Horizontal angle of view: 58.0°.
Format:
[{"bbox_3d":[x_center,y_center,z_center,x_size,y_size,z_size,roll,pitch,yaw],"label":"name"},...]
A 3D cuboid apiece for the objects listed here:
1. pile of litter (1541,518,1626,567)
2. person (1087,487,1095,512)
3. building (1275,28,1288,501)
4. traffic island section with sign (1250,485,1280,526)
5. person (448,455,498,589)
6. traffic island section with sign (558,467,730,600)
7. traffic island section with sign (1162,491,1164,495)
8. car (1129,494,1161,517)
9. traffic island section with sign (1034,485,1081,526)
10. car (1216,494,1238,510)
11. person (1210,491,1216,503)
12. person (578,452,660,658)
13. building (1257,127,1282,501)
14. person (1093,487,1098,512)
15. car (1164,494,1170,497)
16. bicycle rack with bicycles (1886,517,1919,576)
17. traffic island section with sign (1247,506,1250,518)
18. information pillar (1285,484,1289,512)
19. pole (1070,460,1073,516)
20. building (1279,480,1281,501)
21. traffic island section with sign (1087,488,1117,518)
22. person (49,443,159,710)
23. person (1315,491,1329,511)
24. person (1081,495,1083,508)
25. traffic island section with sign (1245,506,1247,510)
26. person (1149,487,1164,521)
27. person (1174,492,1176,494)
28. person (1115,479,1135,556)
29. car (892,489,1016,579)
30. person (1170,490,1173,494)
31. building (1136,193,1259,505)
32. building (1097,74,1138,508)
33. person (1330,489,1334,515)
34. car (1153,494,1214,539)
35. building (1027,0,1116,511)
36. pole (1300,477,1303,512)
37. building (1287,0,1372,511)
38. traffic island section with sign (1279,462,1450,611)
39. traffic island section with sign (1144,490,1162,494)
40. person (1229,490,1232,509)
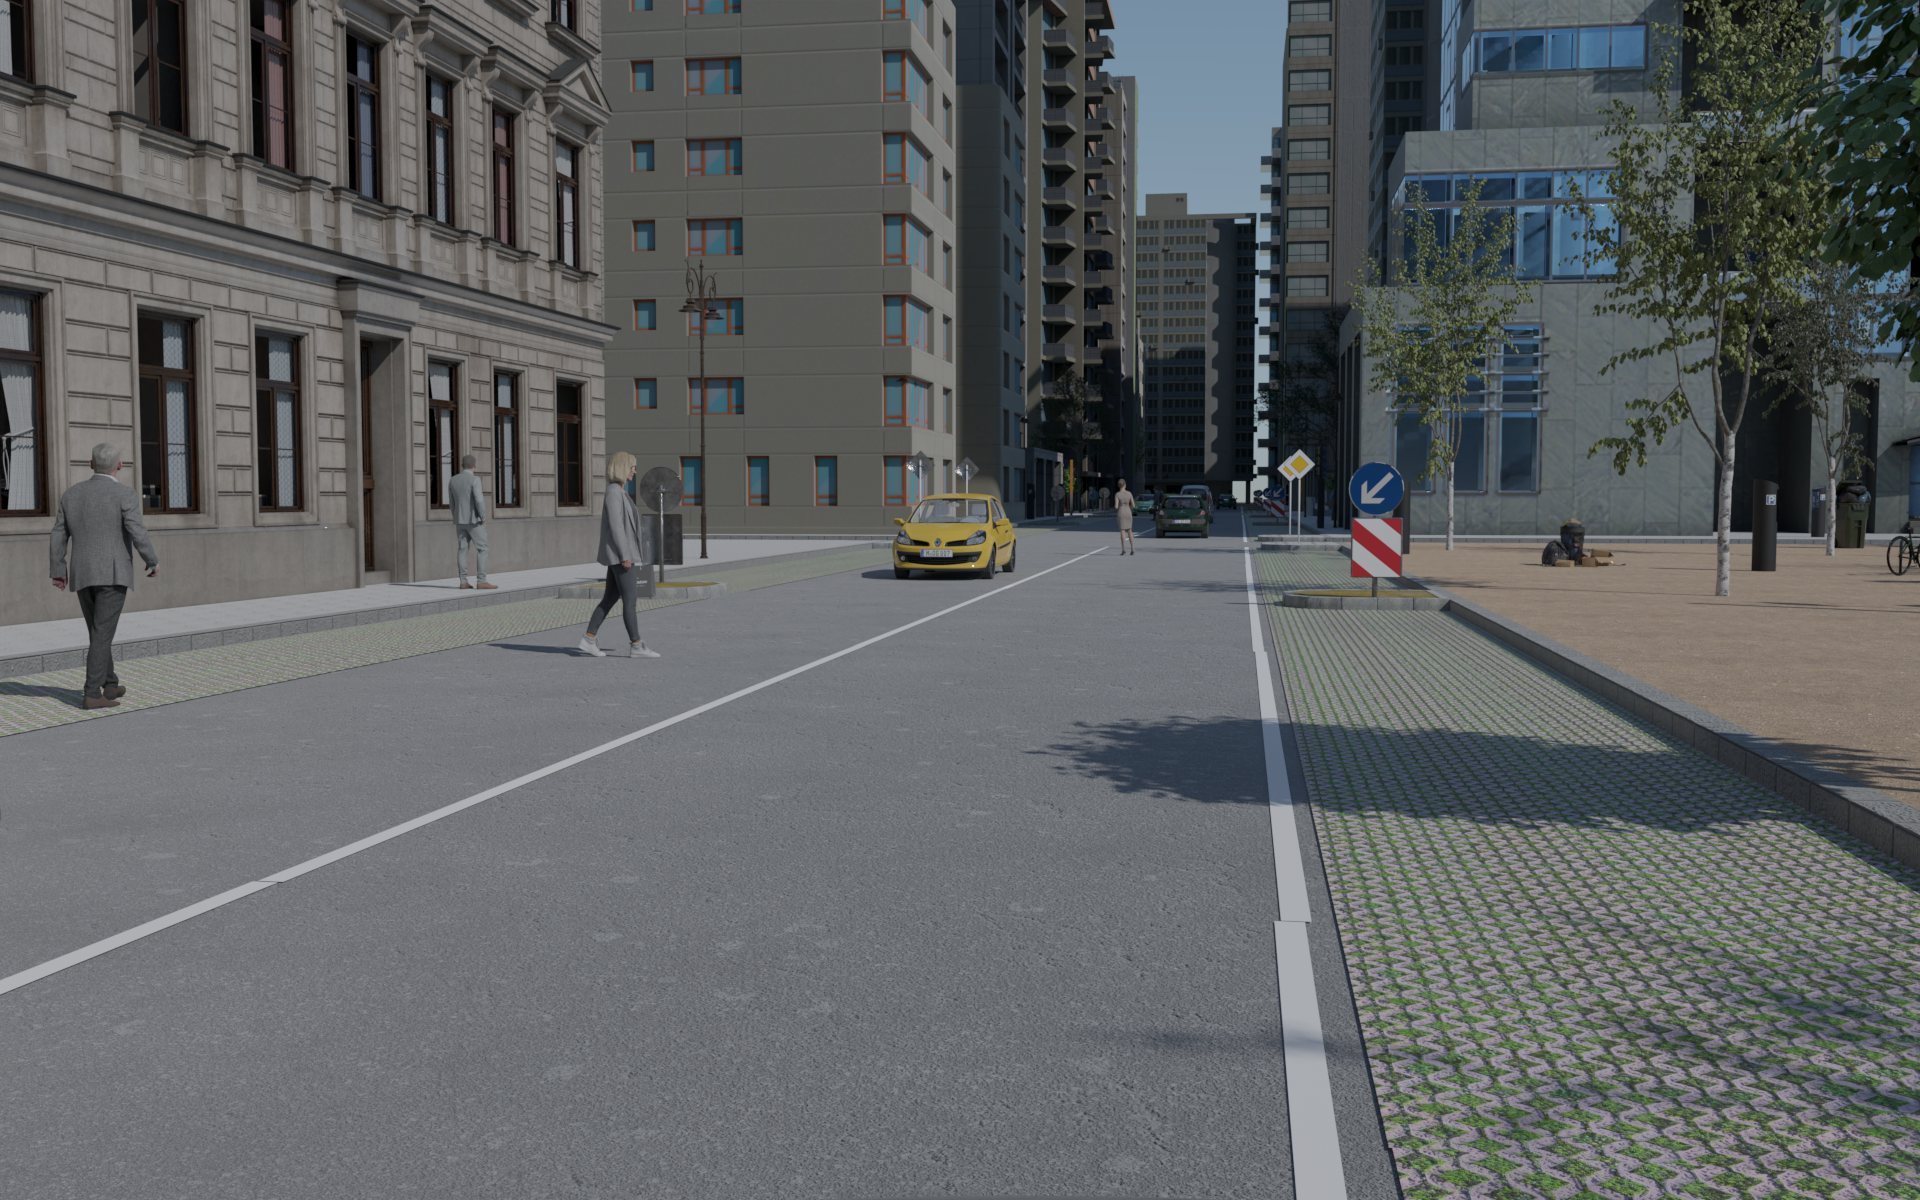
[{"bbox_3d":[11.128,-1.035,30.888,1.719,0.858,1.176,-1,4,-8],"label":"pile of litter"},{"bbox_3d":[9.214,-7.058,121.625,0.537,1.800,0.526,3,5,42],"label":"person"},{"bbox_3d":[37.430,-31.407,163.608,14.600,45.320,14.200,1,4,9],"label":"building"},{"bbox_3d":[14.271,-4.273,78.489,1.989,1.847,2.006,1,4,9],"label":"traffic island section with sign"},{"bbox_3d":[-6.607,-1.052,23.346,0.635,1.810,0.391,1,4,20],"label":"person"},{"bbox_3d":[-4.337,-0.961,24.335,1.989,1.847,2.006,1,4,9],"label":"traffic island section with sign"},{"bbox_3d":[21.208,-10.624,182.333,1.989,1.847,2.006,1,4,9],"label":"traffic island section with sign"},{"bbox_3d":[11.919,-6.066,110.977,2.131,1.459,4.920,1,4,10],"label":"car"},{"bbox_3d":[4.476,-4.302,78.960,1.989,1.847,2.006,1,4,9],"label":"traffic island section with sign"},{"bbox_3d":[24.908,-9.181,161.913,2.131,1.459,4.920,0,4,7],"label":"car"},{"bbox_3d":[26.621,-10.624,182.938,1.217,1.736,0.721,-3,5,-41],"label":"person"},{"bbox_3d":[-2.998,-0.401,15.236,0.728,1.800,0.709,0,4,-3],"label":"person"},{"bbox_3d":[52.932,-36.551,217.216,30.456,49.044,23.786,1,4,9],"label":"building"},{"bbox_3d":[9.579,-7.183,123.830,0.601,1.785,0.444,1,4,17],"label":"person"},{"bbox_3d":[17.585,-8.275,144.093,1.959,1.807,4.718,1,4,11],"label":"car"},{"bbox_3d":[15.900,-0.840,27.117,2.925,0.926,2.852,0,4,-7],"label":"bicycle rack with bicycles"},{"bbox_3d":[18.578,-5.900,105.099,1.989,1.847,2.006,1,4,9],"label":"traffic island section with sign"},{"bbox_3d":[23.263,-7.257,123.137,0.304,2.012,0.304,1,4,11],"label":"information pillar"},{"bbox_3d":[6.645,-6.698,103.355,0.158,3.312,0.155,0,3,0],"label":"pole"},{"bbox_3d":[40.046,-24.861,178.176,14.160,30.474,14.107,1,4,9],"label":"building"},{"bbox_3d":[8.883,-5.960,106.076,1.989,1.847,2.006,1,4,9],"label":"traffic island section with sign"},{"bbox_3d":[-5.781,-0.176,11.771,0.661,1.777,0.834,0,4,-2],"label":"person"},{"bbox_3d":[18.290,-4.973,87.697,0.624,1.780,0.694,-3,5,-44],"label":"person"},{"bbox_3d":[8.890,-7.145,127.881,0.382,1.210,0.505,-2,4,-26],"label":"person"},{"bbox_3d":[26.341,-8.842,153.197,1.989,1.847,2.006,1,4,9],"label":"traffic island section with sign"},{"bbox_3d":[10.456,-5.095,91.764,0.822,1.834,0.622,1,4,18],"label":"person"},{"bbox_3d":[25.285,-11.877,203.392,1.217,1.736,0.721,0,4,3],"label":"person"},{"bbox_3d":[3.832,-1.932,40.427,0.599,1.781,0.374,-1,4,-23],"label":"person"},{"bbox_3d":[-0.061,-1.236,30.436,2.015,1.641,3.980,1,4,9],"label":"car"},{"bbox_3d":[18.038,-8.485,147.260,0.705,1.821,1.348,-1,4,-23],"label":"person"},{"bbox_3d":[26.827,-32.704,226.588,23.993,40.220,32.217,1,4,9],"label":"building"},{"bbox_3d":[9.487,-29.481,165.601,14.154,41.232,14.086,1,4,9],"label":"building"},{"bbox_3d":[18.560,-4.854,85.424,0.660,1.820,0.620,2,4,23],"label":"person"},{"bbox_3d":[7.382,-2.907,57.323,2.009,1.686,4.222,1,4,8],"label":"car"},{"bbox_3d":[1.313,-29.981,144.815,22.147,44.769,28.867,1,4,9],"label":"building"},{"bbox_3d":[24.675,-8.027,125.080,0.158,3.312,0.155,0,3,0],"label":"pole"},{"bbox_3d":[32.459,-27.618,135.142,14.154,41.232,14.086,1,4,9],"label":"building"},{"bbox_3d":[5.152,-0.827,22.146,1.989,1.847,2.006,1,4,9],"label":"traffic island section with sign"},{"bbox_3d":[16.915,-8.997,155.720,1.989,1.847,2.006,1,4,9],"label":"traffic island section with sign"},{"bbox_3d":[26.741,-9.948,171.164,0.705,1.821,1.348,1,4,12],"label":"person"}]
